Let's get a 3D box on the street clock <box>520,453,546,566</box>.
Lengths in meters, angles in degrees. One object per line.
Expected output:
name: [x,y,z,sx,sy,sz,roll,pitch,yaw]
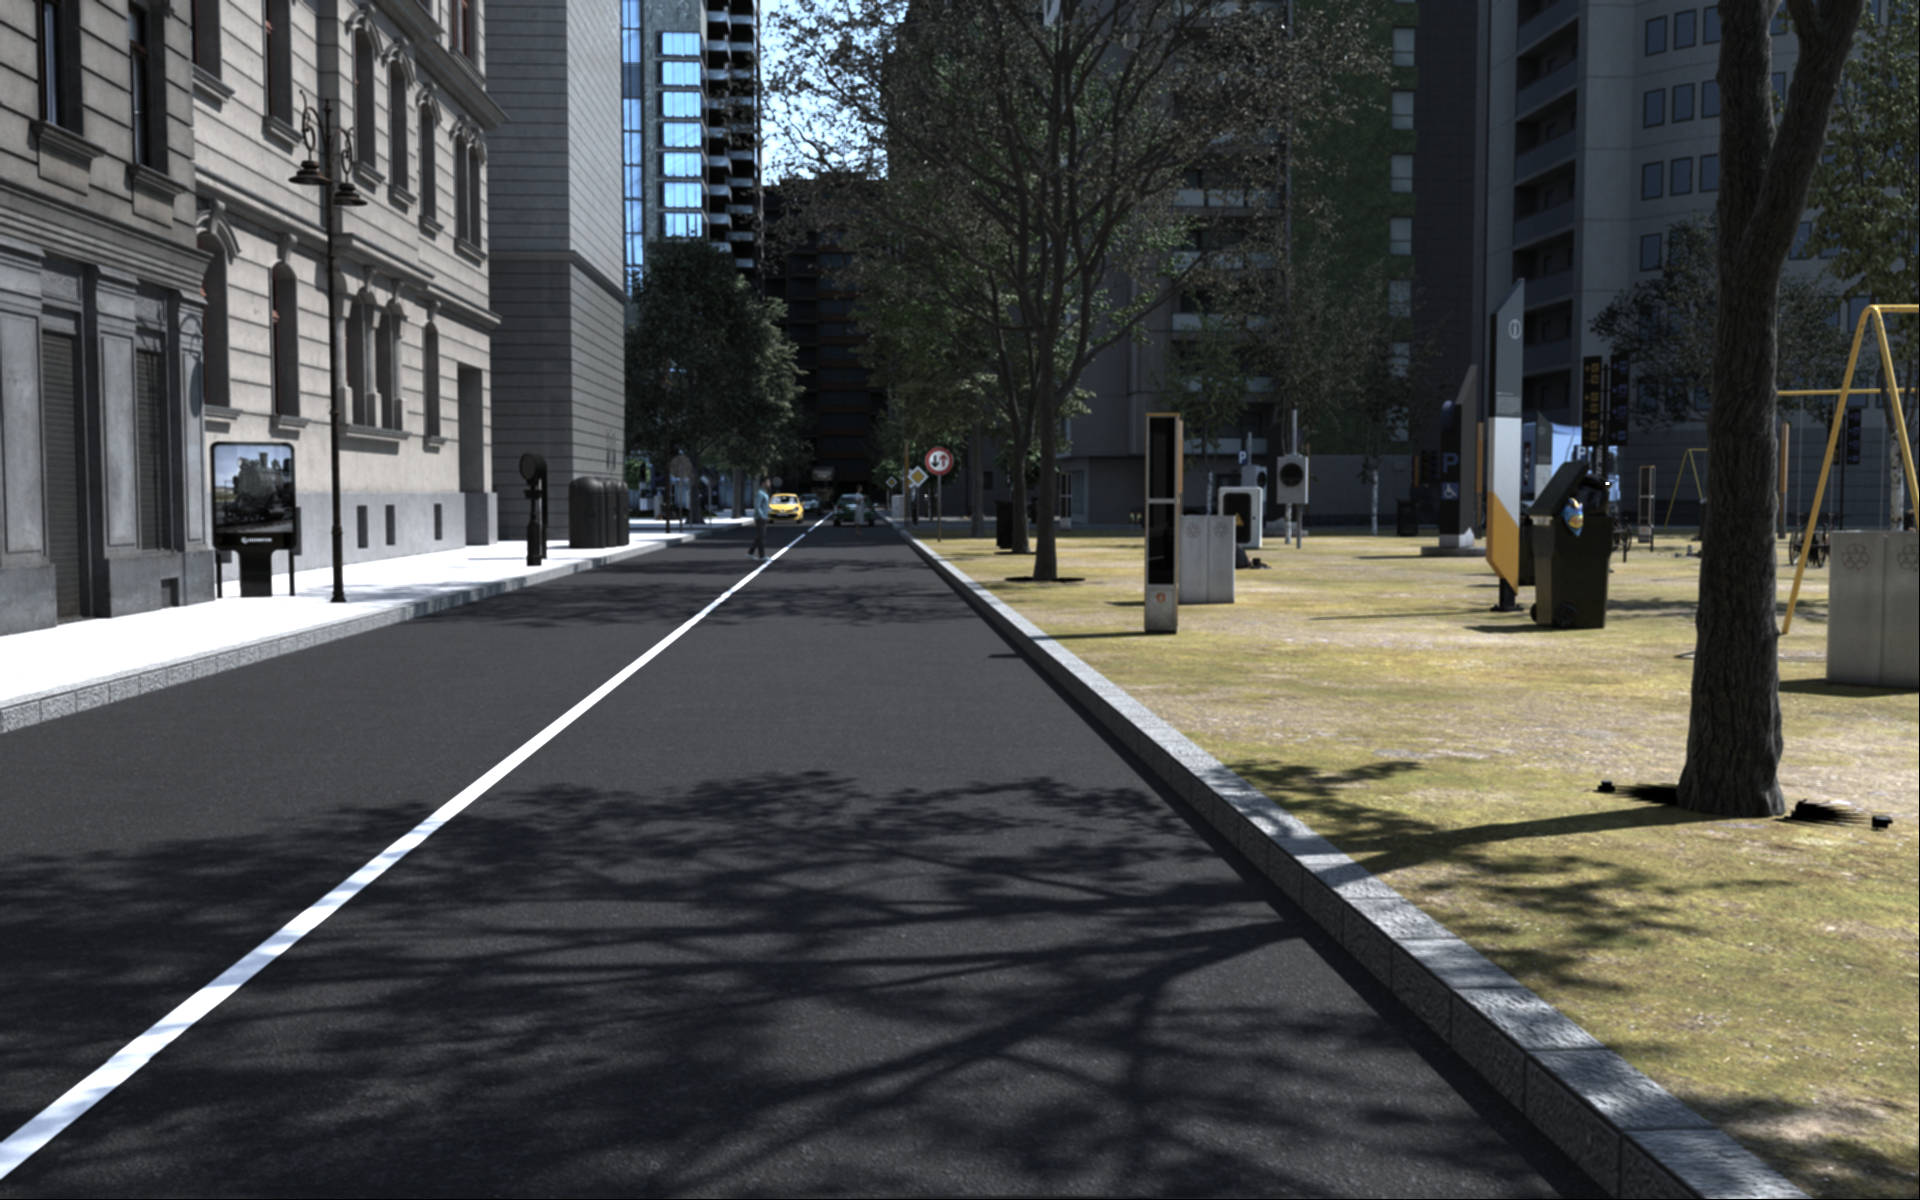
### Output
street clock: [-7.602,-1.608,30.856,0.471,2.002,0.358,3,5,40]

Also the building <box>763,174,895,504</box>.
building: [-16.731,-35.677,237.947,28.867,44.769,22.147,0,4,-3]

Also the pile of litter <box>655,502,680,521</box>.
pile of litter: [-14.358,-4.305,84.347,1.719,0.858,1.176,1,4,12]

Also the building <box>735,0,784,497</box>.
building: [-29.241,-45.514,182.410,20.563,71.187,20.611,0,4,-3]

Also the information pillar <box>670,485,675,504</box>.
information pillar: [-22.519,-8.033,135.830,0.304,2.012,0.304,-1,4,-21]

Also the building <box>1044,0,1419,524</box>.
building: [11.278,-24.031,76.509,14.086,41.232,14.154,0,4,-3]

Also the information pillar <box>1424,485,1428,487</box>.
information pillar: [36.536,-8.027,135.736,0.304,2.012,0.304,-2,4,-27]

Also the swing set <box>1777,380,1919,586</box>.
swing set: [13.569,-1.732,25.940,3.119,2.851,2.862,2,4,25]

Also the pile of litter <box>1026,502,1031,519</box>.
pile of litter: [3.277,-4.693,90.689,1.719,0.858,1.176,-3,5,-40]

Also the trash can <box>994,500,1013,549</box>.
trash can: [1.158,-1.768,40.561,0.748,1.137,0.748,0,3,0]

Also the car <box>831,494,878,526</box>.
car: [-4.764,-4.059,78.160,2.131,1.459,4.920,0,4,-2]

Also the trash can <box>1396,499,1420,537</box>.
trash can: [13.418,-2.462,51.912,0.748,1.137,0.748,0,3,0]

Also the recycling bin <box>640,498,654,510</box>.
recycling bin: [-18.977,-5.673,105.314,0.722,1.027,0.722,3,5,42]

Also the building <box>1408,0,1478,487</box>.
building: [55.256,-47.232,210.491,20.611,71.187,20.563,0,4,-3]

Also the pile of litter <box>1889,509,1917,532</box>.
pile of litter: [27.154,-2.188,49.731,1.176,0.858,1.719,-1,4,-21]

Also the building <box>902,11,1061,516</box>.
building: [3.368,-20.570,108.014,14.160,30.474,14.107,0,4,-3]

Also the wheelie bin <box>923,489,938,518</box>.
wheelie bin: [-1.587,-5.268,94.040,0.693,1.594,0.980,1,4,16]

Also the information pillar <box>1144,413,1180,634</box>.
information pillar: [1.857,-0.699,15.926,0.304,2.012,0.304,1,4,8]

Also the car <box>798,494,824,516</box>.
car: [-10.082,-6.332,115.326,2.131,1.459,4.920,0,4,-2]

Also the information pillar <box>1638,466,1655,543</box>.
information pillar: [18.041,-2.510,45.523,0.304,2.012,0.304,3,4,38]

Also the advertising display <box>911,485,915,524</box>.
advertising display: [-1.930,-4.189,73.711,0.123,1.923,0.974,-1,4,-13]

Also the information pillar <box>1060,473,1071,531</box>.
information pillar: [3.673,-3.412,60.277,0.304,2.012,0.304,2,4,30]

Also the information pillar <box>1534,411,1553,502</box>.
information pillar: [16.425,-3.514,48.806,0.504,3.616,0.183,-1,4,-12]

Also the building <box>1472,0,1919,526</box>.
building: [40.343,-32.799,78.259,28.212,58.520,21.231,0,4,-3]

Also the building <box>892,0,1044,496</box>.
building: [3.228,-45.362,179.921,20.563,71.187,20.611,0,4,-3]

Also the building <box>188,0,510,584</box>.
building: [-17.322,-14.950,31.826,14.401,28.519,23.554,0,4,-3]

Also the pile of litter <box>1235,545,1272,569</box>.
pile of litter: [4.632,-0.998,30.276,1.176,0.858,1.719,-2,4,-34]

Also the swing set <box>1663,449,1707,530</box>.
swing set: [26.421,-3.819,60.069,3.119,2.851,2.862,-1,4,-8]

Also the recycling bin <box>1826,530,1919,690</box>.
recycling bin: [6.352,0.052,11.701,0.722,1.027,0.722,3,5,43]

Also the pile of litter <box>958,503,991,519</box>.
pile of litter: [0.778,-4.672,90.360,1.719,0.858,1.176,0,4,5]

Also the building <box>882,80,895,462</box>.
building: [5.094,-37.640,204.645,28.713,52.752,27.495,0,4,-3]

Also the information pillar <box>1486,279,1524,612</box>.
information pillar: [5.925,-1.679,18.813,0.504,3.616,0.183,-3,4,-36]

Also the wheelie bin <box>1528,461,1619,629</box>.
wheelie bin: [5.926,-0.541,16.760,0.693,1.594,0.980,0,4,-2]

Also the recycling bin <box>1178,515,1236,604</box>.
recycling bin: [2.800,-0.488,20.526,0.722,1.027,0.722,-1,4,-14]

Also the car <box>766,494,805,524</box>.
car: [-8.538,-4.532,84.325,2.015,1.641,3.980,0,4,-3]

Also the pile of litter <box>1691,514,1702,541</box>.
pile of litter: [20.705,-2.049,47.463,1.176,0.858,1.719,-1,4,-9]

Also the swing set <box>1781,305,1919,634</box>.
swing set: [9.063,-1.025,14.377,3.119,2.851,2.862,0,4,1]

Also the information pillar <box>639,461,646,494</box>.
information pillar: [-22.356,-7.993,122.035,0.183,3.616,0.504,3,5,44]

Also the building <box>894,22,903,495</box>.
building: [0.890,-31.378,163.145,14.600,45.320,14.200,0,4,-3]

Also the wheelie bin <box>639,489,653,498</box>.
wheelie bin: [-21.038,-6.604,115.887,0.980,1.594,0.693,1,4,9]

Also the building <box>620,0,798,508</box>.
building: [-35.214,-54.517,204.031,31.000,86.520,22.319,0,4,-3]
